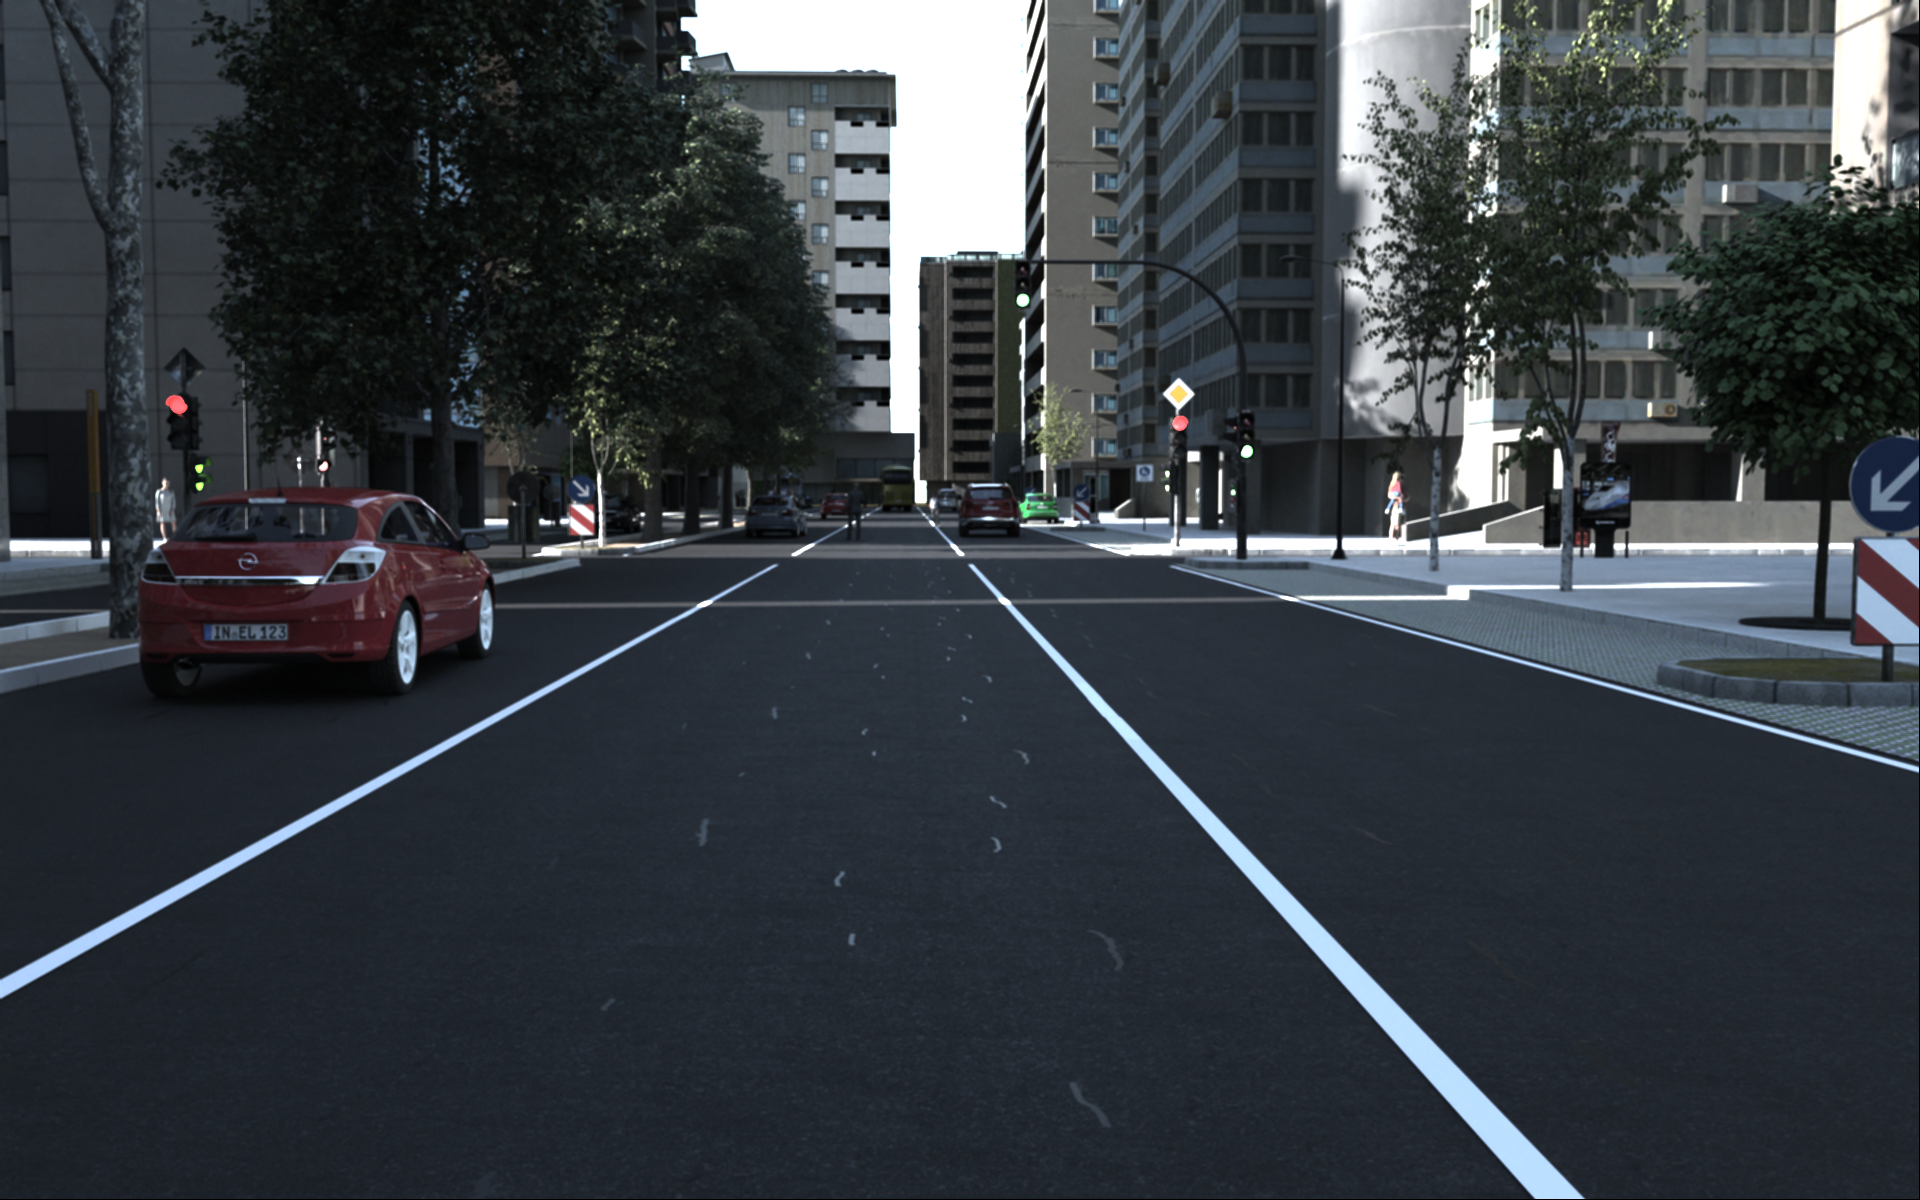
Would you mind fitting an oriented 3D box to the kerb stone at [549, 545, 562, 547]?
[{"bbox_3d":[-9.995,-1.246,42.572,0.120,0.150,1.000,0,4,-2],"label":"kerb stone"}]

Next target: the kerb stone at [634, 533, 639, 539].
[{"bbox_3d":[-10.379,-1.998,54.869,0.120,0.150,1.000,0,4,-2],"label":"kerb stone"}]

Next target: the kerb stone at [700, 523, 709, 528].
[{"bbox_3d":[-10.990,-3.189,74.334,0.120,0.150,1.000,0,4,-2],"label":"kerb stone"}]

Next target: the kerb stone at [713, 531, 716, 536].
[{"bbox_3d":[-8.377,-2.192,58.031,0.120,0.150,1.000,0,4,-2],"label":"kerb stone"}]

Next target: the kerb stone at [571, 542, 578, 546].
[{"bbox_3d":[-10.054,-1.370,44.622,0.120,0.150,1.000,0,4,-2],"label":"kerb stone"}]

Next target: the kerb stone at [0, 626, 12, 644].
[{"bbox_3d":[-9.157,0.360,16.403,0.120,0.150,1.000,0,4,-2],"label":"kerb stone"}]

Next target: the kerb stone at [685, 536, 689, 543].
[{"bbox_3d":[-8.152,-1.747,50.850,0.120,0.150,1.000,0,4,-2],"label":"kerb stone"}]

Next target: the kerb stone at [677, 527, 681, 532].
[{"bbox_3d":[-10.701,-2.620,65.096,0.120,0.150,1.000,0,4,-2],"label":"kerb stone"}]

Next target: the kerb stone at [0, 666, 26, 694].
[{"bbox_3d":[-6.932,0.598,12.423,0.120,0.150,1.000,0,4,-2],"label":"kerb stone"}]

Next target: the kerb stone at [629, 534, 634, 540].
[{"bbox_3d":[-10.344,-1.936,53.844,0.120,0.150,1.000,0,4,-2],"label":"kerb stone"}]

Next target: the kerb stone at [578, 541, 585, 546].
[{"bbox_3d":[-10.091,-1.434,45.647,0.120,0.150,1.000,0,4,-2],"label":"kerb stone"}]

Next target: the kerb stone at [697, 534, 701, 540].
[{"bbox_3d":[-8.247,-1.941,53.928,0.120,0.150,1.000,0,4,-2],"label":"kerb stone"}]

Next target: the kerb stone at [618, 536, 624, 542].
[{"bbox_3d":[-10.281,-1.811,51.801,0.120,0.150,1.000,0,4,-2],"label":"kerb stone"}]

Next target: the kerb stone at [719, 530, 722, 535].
[{"bbox_3d":[-8.451,-2.315,60.076,0.120,0.150,1.000,0,4,-2],"label":"kerb stone"}]

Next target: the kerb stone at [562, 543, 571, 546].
[{"bbox_3d":[-10.018,-1.308,43.597,0.120,0.150,1.000,0,4,-2],"label":"kerb stone"}]

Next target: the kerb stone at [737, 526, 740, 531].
[{"bbox_3d":[-8.636,-2.693,66.227,0.120,0.150,1.000,0,4,-2],"label":"kerb stone"}]

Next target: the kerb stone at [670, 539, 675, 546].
[{"bbox_3d":[-8.056,-1.564,47.761,0.120,0.150,1.000,0,4,-2],"label":"kerb stone"}]

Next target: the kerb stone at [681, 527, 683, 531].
[{"bbox_3d":[-10.733,-2.686,66.117,0.120,0.150,1.000,0,4,-2],"label":"kerb stone"}]

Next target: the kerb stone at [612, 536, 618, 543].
[{"bbox_3d":[-10.255,-1.748,50.777,0.120,0.150,1.000,0,4,-2],"label":"kerb stone"}]

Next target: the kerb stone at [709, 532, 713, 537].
[{"bbox_3d":[-8.341,-2.129,57.009,0.120,0.150,1.000,0,4,-2],"label":"kerb stone"}]

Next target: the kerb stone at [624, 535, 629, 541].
[{"bbox_3d":[-10.311,-1.873,52.822,0.120,0.150,1.000,0,4,-2],"label":"kerb stone"}]

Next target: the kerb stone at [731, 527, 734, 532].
[{"bbox_3d":[-8.576,-2.568,64.177,0.120,0.150,1.000,0,4,-2],"label":"kerb stone"}]

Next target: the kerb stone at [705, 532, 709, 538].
[{"bbox_3d":[-8.312,-2.065,55.987,0.120,0.150,1.000,0,4,-2],"label":"kerb stone"}]

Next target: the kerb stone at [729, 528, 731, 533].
[{"bbox_3d":[-8.541,-2.497,63.145,0.120,0.150,1.000,0,4,-2],"label":"kerb stone"}]

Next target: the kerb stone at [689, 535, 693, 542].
[{"bbox_3d":[-8.186,-1.816,51.881,0.120,0.150,1.000,0,4,-2],"label":"kerb stone"}]

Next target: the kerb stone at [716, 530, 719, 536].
[{"bbox_3d":[-8.409,-2.254,59.053,0.120,0.150,1.000,0,4,-2],"label":"kerb stone"}]

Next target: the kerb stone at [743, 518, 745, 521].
[{"bbox_3d":[-11.522,-4.191,90.722,0.120,0.150,1.000,0,4,-2],"label":"kerb stone"}]

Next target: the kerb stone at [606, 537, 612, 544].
[{"bbox_3d":[-10.217,-1.683,49.753,0.120,0.150,1.000,0,4,-2],"label":"kerb stone"}]

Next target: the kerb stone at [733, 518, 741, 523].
[{"bbox_3d":[-11.459,-4.063,88.669,0.120,0.150,1.000,0,4,-2],"label":"kerb stone"}]

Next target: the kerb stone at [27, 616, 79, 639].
[{"bbox_3d":[-9.192,0.292,17.429,0.120,0.150,1.000,0,4,-2],"label":"kerb stone"}]

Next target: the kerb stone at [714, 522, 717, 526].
[{"bbox_3d":[-11.097,-3.377,77.407,0.120,0.150,1.000,0,4,-2],"label":"kerb stone"}]

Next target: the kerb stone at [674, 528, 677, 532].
[{"bbox_3d":[-10.672,-2.561,64.073,0.120,0.150,1.000,0,4,-2],"label":"kerb stone"}]

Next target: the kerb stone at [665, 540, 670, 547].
[{"bbox_3d":[-8.012,-1.498,46.740,0.120,0.150,1.000,0,4,-2],"label":"kerb stone"}]

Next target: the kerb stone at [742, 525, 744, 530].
[{"bbox_3d":[-8.708,-2.817,68.277,0.120,0.150,1.000,0,4,-2],"label":"kerb stone"}]

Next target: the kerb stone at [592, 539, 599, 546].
[{"bbox_3d":[-10.158,-1.560,47.693,0.120,0.150,1.000,0,4,-2],"label":"kerb stone"}]

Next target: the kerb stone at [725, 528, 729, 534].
[{"bbox_3d":[-8.505,-2.442,62.123,0.120,0.150,1.000,0,4,-2],"label":"kerb stone"}]

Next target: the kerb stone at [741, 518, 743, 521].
[{"bbox_3d":[-11.479,-4.126,89.691,0.120,0.150,1.000,0,4,-2],"label":"kerb stone"}]

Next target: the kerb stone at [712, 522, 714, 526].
[{"bbox_3d":[-11.058,-3.312,76.386,0.120,0.150,1.000,0,4,-2],"label":"kerb stone"}]

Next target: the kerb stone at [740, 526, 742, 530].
[{"bbox_3d":[-8.676,-2.756,67.254,0.120,0.150,1.000,0,4,-2],"label":"kerb stone"}]

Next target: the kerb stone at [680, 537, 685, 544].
[{"bbox_3d":[-8.117,-1.684,49.815,0.120,0.150,1.000,0,4,-2],"label":"kerb stone"}]

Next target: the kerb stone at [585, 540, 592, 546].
[{"bbox_3d":[-10.124,-1.497,46.669,0.120,0.150,1.000,0,4,-2],"label":"kerb stone"}]

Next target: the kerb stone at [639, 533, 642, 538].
[{"bbox_3d":[-10.413,-2.061,55.891,0.120,0.150,1.000,0,4,-2],"label":"kerb stone"}]

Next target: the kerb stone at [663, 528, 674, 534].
[{"bbox_3d":[-10.634,-2.497,63.043,0.120,0.150,1.000,0,4,-2],"label":"kerb stone"}]

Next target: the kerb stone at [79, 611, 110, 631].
[{"bbox_3d":[-9.225,0.229,18.453,0.120,0.150,1.000,0,4,-2],"label":"kerb stone"}]

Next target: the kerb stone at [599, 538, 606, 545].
[{"bbox_3d":[-10.186,-1.620,48.716,0.120,0.150,1.000,0,4,-2],"label":"kerb stone"}]

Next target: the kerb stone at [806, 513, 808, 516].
[{"bbox_3d":[-10.196,-5.700,115.407,0.120,0.150,1.000,0,4,-2],"label":"kerb stone"}]

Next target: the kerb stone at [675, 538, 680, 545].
[{"bbox_3d":[-8.079,-1.626,48.783,0.120,0.150,1.000,0,4,-2],"label":"kerb stone"}]

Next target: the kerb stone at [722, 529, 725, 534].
[{"bbox_3d":[-8.475,-2.379,61.098,0.120,0.150,1.000,0,4,-2],"label":"kerb stone"}]

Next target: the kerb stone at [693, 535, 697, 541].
[{"bbox_3d":[-8.222,-1.878,52.906,0.120,0.150,1.000,0,4,-2],"label":"kerb stone"}]

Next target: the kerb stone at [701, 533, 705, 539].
[{"bbox_3d":[-8.278,-2.004,54.965,0.120,0.150,1.000,0,4,-2],"label":"kerb stone"}]

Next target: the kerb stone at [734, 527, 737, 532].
[{"bbox_3d":[-8.612,-2.631,65.205,0.120,0.150,1.000,0,4,-2],"label":"kerb stone"}]

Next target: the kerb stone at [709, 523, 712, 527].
[{"bbox_3d":[-11.032,-3.252,75.364,0.120,0.150,1.000,0,4,-2],"label":"kerb stone"}]
